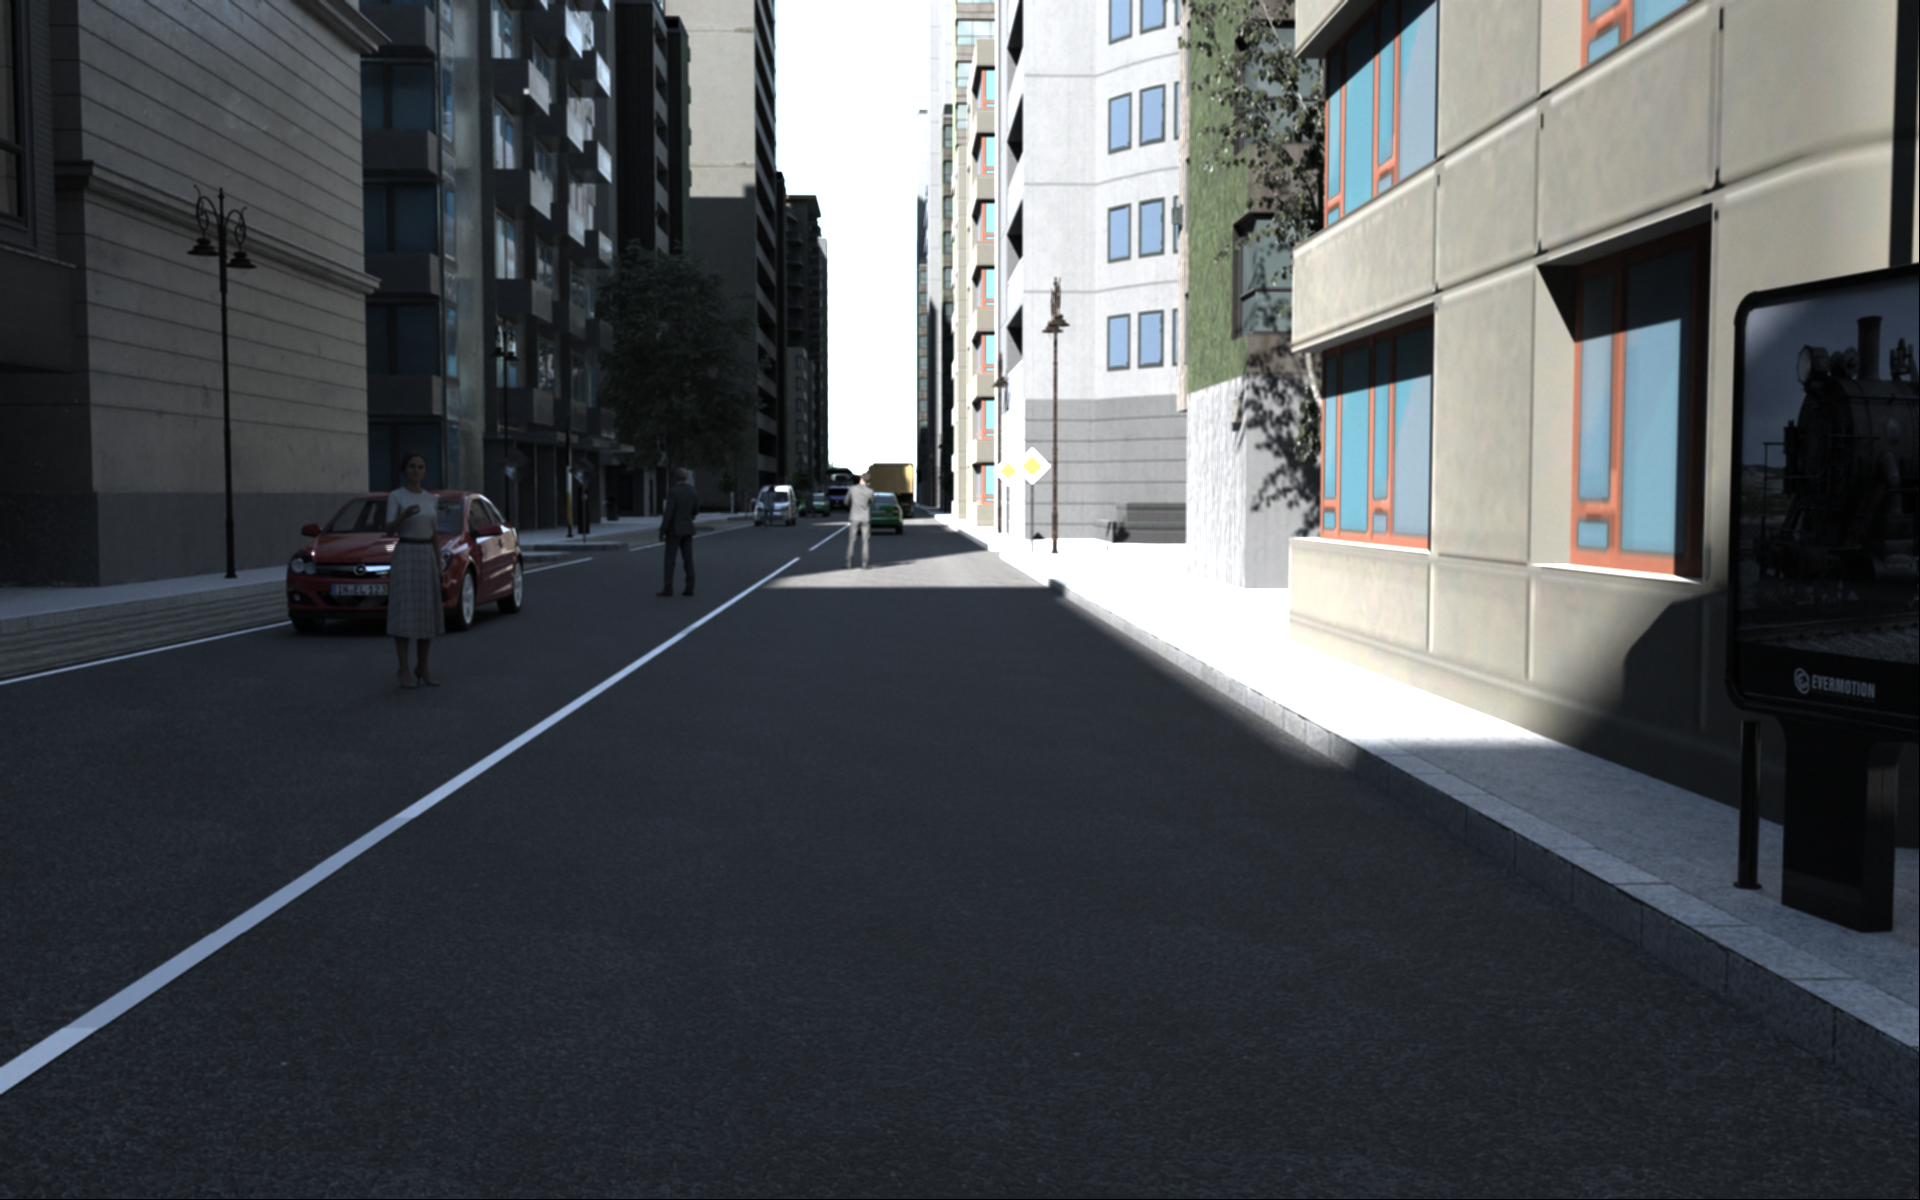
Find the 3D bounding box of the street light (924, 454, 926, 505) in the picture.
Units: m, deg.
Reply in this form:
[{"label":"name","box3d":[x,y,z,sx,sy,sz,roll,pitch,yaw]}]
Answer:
[{"label":"street light","box3d":[-3.884,-13.689,196.603,0.468,5.910,1.993,0,4,-2]}]

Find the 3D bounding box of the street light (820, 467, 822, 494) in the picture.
[{"label":"street light","box3d":[-18.972,-16.139,236.652,0.468,5.910,1.993,0,4,-2]}]

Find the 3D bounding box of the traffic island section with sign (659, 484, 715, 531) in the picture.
[{"label":"traffic island section with sign","box3d":[-10.650,-3.615,67.732,1.989,1.847,2.006,0,4,-2]}]

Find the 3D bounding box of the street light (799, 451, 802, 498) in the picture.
[{"label":"street light","box3d":[-17.168,-13.076,186.571,0.468,5.910,1.993,0,4,-2]}]

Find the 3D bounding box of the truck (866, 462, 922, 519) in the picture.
[{"label":"truck","box3d":[-4.071,-6.629,104.307,3.469,3.379,9.791,0,4,-1]}]

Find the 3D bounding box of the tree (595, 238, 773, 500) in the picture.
[{"label":"tree","box3d":[-14.358,-11.010,86.664,9.857,13.997,8.962,0,3,0]}]

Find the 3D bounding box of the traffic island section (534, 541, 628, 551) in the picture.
[{"label":"traffic island section","box3d":[-9.799,-1.396,45.101,2.009,0.180,2.903,0,4,-2]}]

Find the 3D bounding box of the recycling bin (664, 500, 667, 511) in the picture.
[{"label":"recycling bin","box3d":[-13.158,-4.109,79.744,0.722,1.027,0.722,2,4,29]}]

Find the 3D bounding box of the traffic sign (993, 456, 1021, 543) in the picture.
[{"label":"traffic sign","box3d":[1.262,-2.556,45.429,0.795,2.450,0.064,0,4,-2]}]

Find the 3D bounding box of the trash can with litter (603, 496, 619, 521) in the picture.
[{"label":"trash can with litter","box3d":[-16.707,-4.381,83.013,0.624,1.170,1.055,0,4,2]}]

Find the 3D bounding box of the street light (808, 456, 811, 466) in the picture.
[{"label":"street light","box3d":[-17.737,-14.191,204.805,0.468,5.910,1.993,0,4,-2]}]

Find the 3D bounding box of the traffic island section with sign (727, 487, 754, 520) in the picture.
[{"label":"traffic island section with sign","box3d":[-11.649,-5.262,94.669,1.989,1.847,2.006,0,4,-2]}]

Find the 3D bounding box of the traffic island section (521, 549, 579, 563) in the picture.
[{"label":"traffic island section","box3d":[-9.502,-0.908,37.122,2.009,0.180,2.903,0,4,-2]}]

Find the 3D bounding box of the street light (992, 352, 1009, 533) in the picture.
[{"label":"street light","box3d":[1.299,-5.106,56.272,0.468,5.910,1.993,0,4,-2]}]

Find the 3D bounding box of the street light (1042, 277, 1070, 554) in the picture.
[{"label":"street light","box3d":[2.039,-3.931,37.066,0.468,5.910,1.993,0,4,-2]}]

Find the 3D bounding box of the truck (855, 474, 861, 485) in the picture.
[{"label":"truck","box3d":[-11.067,-10.766,171.941,3.469,3.379,9.791,0,4,-2]}]

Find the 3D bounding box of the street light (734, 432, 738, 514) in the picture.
[{"label":"street light","box3d":[-14.271,-8.409,110.279,0.468,5.910,1.993,0,4,-2]}]

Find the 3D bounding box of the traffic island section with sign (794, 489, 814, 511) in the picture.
[{"label":"traffic island section with sign","box3d":[-13.517,-8.347,145.093,1.989,1.847,2.006,0,4,-2]}]

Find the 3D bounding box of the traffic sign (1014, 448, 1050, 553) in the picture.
[{"label":"traffic sign","box3d":[1.558,-2.068,37.449,0.795,2.450,0.064,0,4,-2]}]

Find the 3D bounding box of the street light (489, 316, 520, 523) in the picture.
[{"label":"street light","box3d":[-11.831,-4.425,45.135,0.468,5.910,1.993,0,4,-2]}]

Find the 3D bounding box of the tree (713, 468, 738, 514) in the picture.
[{"label":"tree","box3d":[-15.299,-7.236,112.908,1.663,3.219,1.824,0,3,0]}]

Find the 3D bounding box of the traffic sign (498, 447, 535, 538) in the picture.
[{"label":"traffic sign","box3d":[-9.479,-2.044,37.061,0.795,2.450,0.064,0,4,-2]}]

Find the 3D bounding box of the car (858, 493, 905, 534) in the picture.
[{"label":"car","box3d":[-2.969,-3.312,62.945,1.959,1.807,4.718,0,4,-2]}]

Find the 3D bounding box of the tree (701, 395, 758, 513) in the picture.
[{"label":"tree","box3d":[-15.381,-10.158,116.447,4.737,8.622,4.395,0,3,0]}]

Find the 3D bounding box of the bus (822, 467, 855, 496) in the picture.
[{"label":"bus","box3d":[-10.958,-10.212,158.511,2.896,3.916,12.252,0,4,-2]}]

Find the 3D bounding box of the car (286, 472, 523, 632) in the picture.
[{"label":"car","box3d":[-6.116,-0.633,19.392,2.155,1.783,4.494,0,4,-4]}]

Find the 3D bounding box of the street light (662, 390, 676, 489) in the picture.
[{"label":"street light","box3d":[-12.998,-6.399,77.414,0.468,5.910,1.993,0,4,-2]}]

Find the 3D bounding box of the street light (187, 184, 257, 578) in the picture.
[{"label":"street light","box3d":[-11.137,-3.272,26.280,0.468,5.910,1.993,0,4,-2]}]

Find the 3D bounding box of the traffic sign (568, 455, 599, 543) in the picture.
[{"label":"traffic sign","box3d":[-9.776,-2.532,45.041,0.795,2.450,0.064,0,4,-2]}]

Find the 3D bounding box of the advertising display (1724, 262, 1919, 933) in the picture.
[{"label":"advertising display","box3d":[2.650,0.002,5.186,0.123,1.923,0.974,-1,4,-11]}]

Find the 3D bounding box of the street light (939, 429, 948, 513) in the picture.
[{"label":"street light","box3d":[-1.043,-9.013,120.154,0.468,5.910,1.993,0,4,-2]}]

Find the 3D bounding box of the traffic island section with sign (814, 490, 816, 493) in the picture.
[{"label":"traffic island section with sign","box3d":[-14.521,-9.994,172.030,1.989,1.847,2.006,0,4,-2]}]

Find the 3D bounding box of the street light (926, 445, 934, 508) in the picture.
[{"label":"street light","box3d":[-2.713,-11.708,164.218,0.468,5.910,1.993,0,4,-2]}]

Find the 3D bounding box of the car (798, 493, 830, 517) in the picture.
[{"label":"car","box3d":[-9.236,-6.180,109.844,1.959,1.807,4.718,0,4,0]}]

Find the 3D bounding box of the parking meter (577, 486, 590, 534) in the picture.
[{"label":"parking meter","box3d":[-12.144,-2.903,55.871,0.372,1.533,0.369,0,3,0]}]
